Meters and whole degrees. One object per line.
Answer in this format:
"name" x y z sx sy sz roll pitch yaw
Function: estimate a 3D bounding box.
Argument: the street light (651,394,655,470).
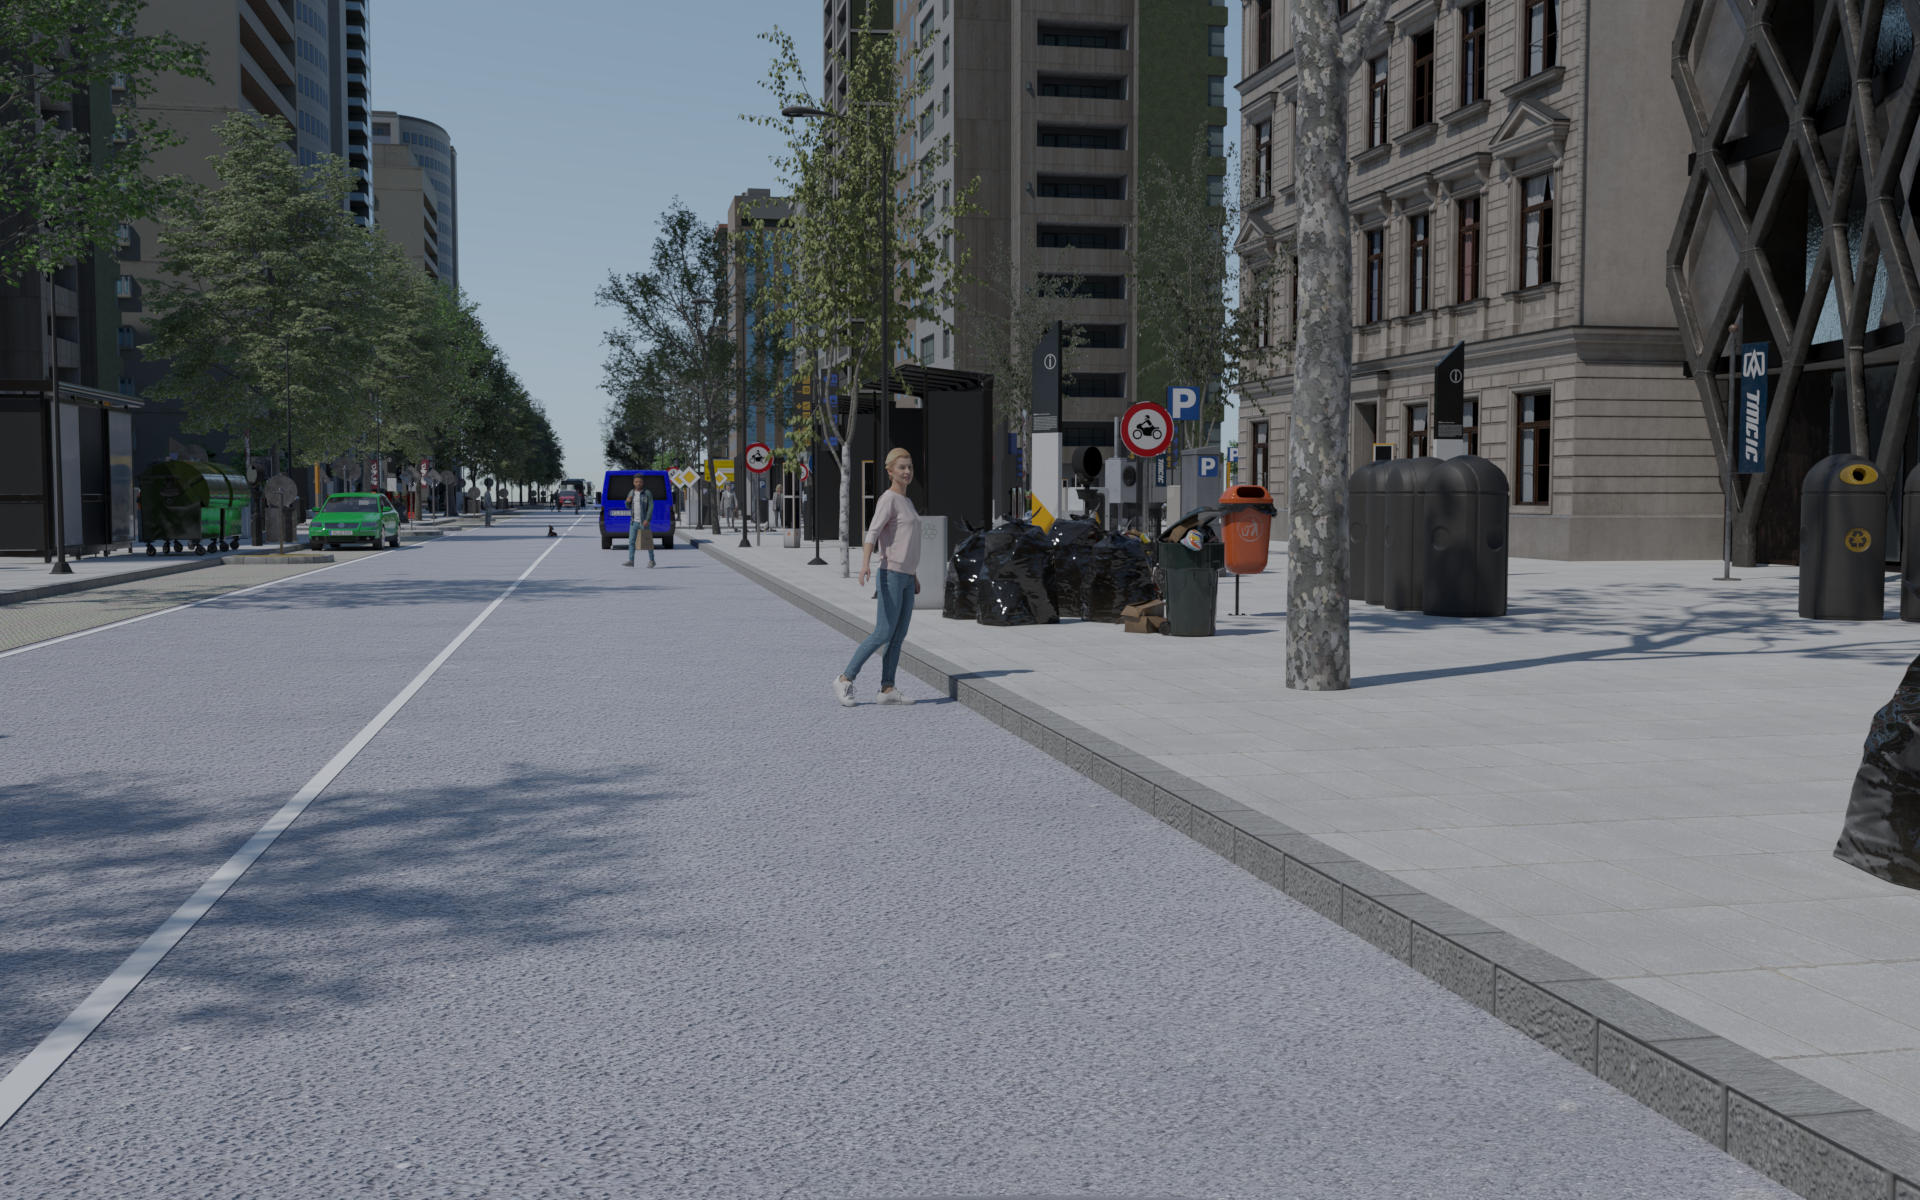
"street light" -13.727 -6.627 80.885 1.470 5.913 1.316 -1 4 -12

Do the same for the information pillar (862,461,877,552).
"information pillar" -2.011 -2.077 38.454 0.304 2.012 0.304 0 4 -7

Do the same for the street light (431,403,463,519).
"street light" -26.451 -7.108 88.759 1.470 5.913 1.316 -1 4 -12

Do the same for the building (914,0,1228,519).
"building" 5.565 -19.746 94.556 14.107 30.474 14.160 -1 4 -12

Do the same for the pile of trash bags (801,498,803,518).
"pile of trash bags" -7.245 -5.122 93.496 1.912 1.369 3.447 -2 4 -25

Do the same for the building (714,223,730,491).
"building" -27.773 -37.963 275.322 22.147 44.769 28.867 -1 4 -12

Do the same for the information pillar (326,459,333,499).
"information pillar" -40.550 -7.347 111.478 0.183 3.616 0.504 2 4 28

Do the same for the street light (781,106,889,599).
"street light" -1.448 -2.964 21.003 1.470 5.913 1.316 -1 4 -12

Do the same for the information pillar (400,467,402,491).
"information pillar" -42.969 -8.646 132.720 0.504 3.616 0.183 1 4 15

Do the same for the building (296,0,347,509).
"building" -65.475 -37.115 148.823 21.231 58.520 28.212 -1 4 -12

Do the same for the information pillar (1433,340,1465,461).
"information pillar" 7.425 -2.138 26.313 0.504 3.616 0.183 -1 4 -19

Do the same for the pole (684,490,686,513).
"pole" -19.045 -7.733 120.285 0.158 3.312 0.155 0 3 0

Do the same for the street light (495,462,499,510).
"street light" -34.869 -9.616 129.760 1.470 5.913 1.316 -1 4 -12

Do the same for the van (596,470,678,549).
"van" -8.695 -2.583 46.620 2.240 2.365 5.245 -1 4 -11

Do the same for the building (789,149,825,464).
"building" -5.940 -30.956 198.006 32.217 40.220 23.993 -1 4 -12

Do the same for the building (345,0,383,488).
"building" -71.590 -52.906 177.681 22.319 86.520 31.000 -1 4 -12

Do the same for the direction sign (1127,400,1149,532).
"direction sign" 4.337 -3.077 42.313 0.379 3.537 0.876 -2 4 -29

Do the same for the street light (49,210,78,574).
"street light" -13.892 -3.376 27.738 1.470 5.913 1.316 -1 4 -12

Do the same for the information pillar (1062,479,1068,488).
"information pillar" 5.218 -5.053 87.107 0.304 2.012 0.304 -1 4 -19

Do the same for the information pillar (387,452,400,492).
"information pillar" -29.485 -6.026 89.874 0.504 3.616 0.183 1 4 8

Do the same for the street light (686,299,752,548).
"street light" -5.710 -4.213 41.432 1.470 5.913 1.316 -1 4 -12

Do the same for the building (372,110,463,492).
"building" -88.784 -44.257 265.607 21.231 58.520 28.212 -1 4 -12

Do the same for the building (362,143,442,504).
"building" -84.570 -37.780 241.397 21.300 48.544 21.600 -1 4 -12

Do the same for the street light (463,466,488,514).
"street light" -30.769 -8.364 109.298 1.470 5.913 1.316 -1 4 -12

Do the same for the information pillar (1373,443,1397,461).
"information pillar" 6.196 -1.272 25.297 0.304 2.012 0.304 1 4 23

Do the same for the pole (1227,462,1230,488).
"pole" 12.909 -5.467 83.229 0.158 3.312 0.155 0 3 0

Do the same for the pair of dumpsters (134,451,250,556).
"pair of dumpsters" -16.636 -2.147 37.603 1.574 2.255 4.437 -1 4 -11

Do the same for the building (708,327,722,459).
"building" -36.264 -32.135 297.105 14.160 30.474 14.107 -1 4 -12

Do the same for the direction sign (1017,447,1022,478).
"direction sign" 2.662 -5.630 84.052 0.876 3.537 0.379 -2 4 -26

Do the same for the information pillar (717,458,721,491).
"information pillar" -15.805 -7.352 111.552 0.504 3.616 0.183 1 4 11

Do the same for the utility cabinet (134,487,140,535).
"utility cabinet" -25.338 -2.703 52.875 0.318 1.500 1.173 -1 4 -12

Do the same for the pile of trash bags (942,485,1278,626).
"pile of trash bags" 1.576 -0.494 17.824 3.447 1.369 1.912 -1 4 -9

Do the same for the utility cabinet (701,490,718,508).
"utility cabinet" -14.852 -5.760 102.857 1.173 1.500 0.318 0 4 -3

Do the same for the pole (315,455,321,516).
"pole" -29.725 -5.279 80.148 0.158 3.312 0.155 0 3 0

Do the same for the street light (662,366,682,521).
"street light" -9.880 -5.465 61.892 1.470 5.913 1.316 -1 4 -12

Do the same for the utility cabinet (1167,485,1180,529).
"utility cabinet" 5.894 -2.179 44.313 1.173 1.500 0.318 2 4 25

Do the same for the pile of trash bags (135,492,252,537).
"pile of trash bags" -22.901 -2.580 51.939 3.447 1.369 1.912 0 4 -8

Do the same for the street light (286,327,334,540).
"street light" -18.087 -4.626 48.180 1.470 5.913 1.316 -1 4 -12

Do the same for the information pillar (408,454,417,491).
"information pillar" -28.153 -5.983 89.169 0.504 3.616 0.183 -1 4 -21

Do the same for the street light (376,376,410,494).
"street light" -22.229 -5.831 67.883 1.470 5.913 1.316 -1 4 -12

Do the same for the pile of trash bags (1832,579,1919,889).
"pile of trash bags" 4.827 0.258 5.528 3.447 1.369 1.912 -1 4 -8

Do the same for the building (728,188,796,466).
"building" -26.422 -36.910 253.593 14.600 45.320 14.200 -1 4 -12

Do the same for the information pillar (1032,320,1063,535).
"information pillar" 1.193 -1.967 23.522 0.504 3.616 0.183 3 5 44

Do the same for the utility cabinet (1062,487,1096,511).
"utility cabinet" 3.937 -2.988 57.533 1.173 1.500 0.318 -2 4 -25

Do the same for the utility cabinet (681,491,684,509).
"utility cabinet" -22.354 -7.873 137.403 1.173 1.500 0.318 3 5 43

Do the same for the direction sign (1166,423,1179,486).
"direction sign" 6.816 -3.892 55.623 0.379 3.537 0.876 -1 4 -17

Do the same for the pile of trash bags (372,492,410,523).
"pile of trash bags" -25.728 -4.103 76.833 1.912 1.369 3.447 -2 4 -32

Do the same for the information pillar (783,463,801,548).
"information pillar" -3.999 -2.243 41.161 0.304 2.012 0.304 2 4 24

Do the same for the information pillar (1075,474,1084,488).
"information pillar" 3.773 -3.002 53.577 0.304 2.012 0.304 -3 5 -44

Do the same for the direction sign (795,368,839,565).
"direction sign" -2.586 -2.407 31.344 0.876 3.537 0.379 1 4 22
